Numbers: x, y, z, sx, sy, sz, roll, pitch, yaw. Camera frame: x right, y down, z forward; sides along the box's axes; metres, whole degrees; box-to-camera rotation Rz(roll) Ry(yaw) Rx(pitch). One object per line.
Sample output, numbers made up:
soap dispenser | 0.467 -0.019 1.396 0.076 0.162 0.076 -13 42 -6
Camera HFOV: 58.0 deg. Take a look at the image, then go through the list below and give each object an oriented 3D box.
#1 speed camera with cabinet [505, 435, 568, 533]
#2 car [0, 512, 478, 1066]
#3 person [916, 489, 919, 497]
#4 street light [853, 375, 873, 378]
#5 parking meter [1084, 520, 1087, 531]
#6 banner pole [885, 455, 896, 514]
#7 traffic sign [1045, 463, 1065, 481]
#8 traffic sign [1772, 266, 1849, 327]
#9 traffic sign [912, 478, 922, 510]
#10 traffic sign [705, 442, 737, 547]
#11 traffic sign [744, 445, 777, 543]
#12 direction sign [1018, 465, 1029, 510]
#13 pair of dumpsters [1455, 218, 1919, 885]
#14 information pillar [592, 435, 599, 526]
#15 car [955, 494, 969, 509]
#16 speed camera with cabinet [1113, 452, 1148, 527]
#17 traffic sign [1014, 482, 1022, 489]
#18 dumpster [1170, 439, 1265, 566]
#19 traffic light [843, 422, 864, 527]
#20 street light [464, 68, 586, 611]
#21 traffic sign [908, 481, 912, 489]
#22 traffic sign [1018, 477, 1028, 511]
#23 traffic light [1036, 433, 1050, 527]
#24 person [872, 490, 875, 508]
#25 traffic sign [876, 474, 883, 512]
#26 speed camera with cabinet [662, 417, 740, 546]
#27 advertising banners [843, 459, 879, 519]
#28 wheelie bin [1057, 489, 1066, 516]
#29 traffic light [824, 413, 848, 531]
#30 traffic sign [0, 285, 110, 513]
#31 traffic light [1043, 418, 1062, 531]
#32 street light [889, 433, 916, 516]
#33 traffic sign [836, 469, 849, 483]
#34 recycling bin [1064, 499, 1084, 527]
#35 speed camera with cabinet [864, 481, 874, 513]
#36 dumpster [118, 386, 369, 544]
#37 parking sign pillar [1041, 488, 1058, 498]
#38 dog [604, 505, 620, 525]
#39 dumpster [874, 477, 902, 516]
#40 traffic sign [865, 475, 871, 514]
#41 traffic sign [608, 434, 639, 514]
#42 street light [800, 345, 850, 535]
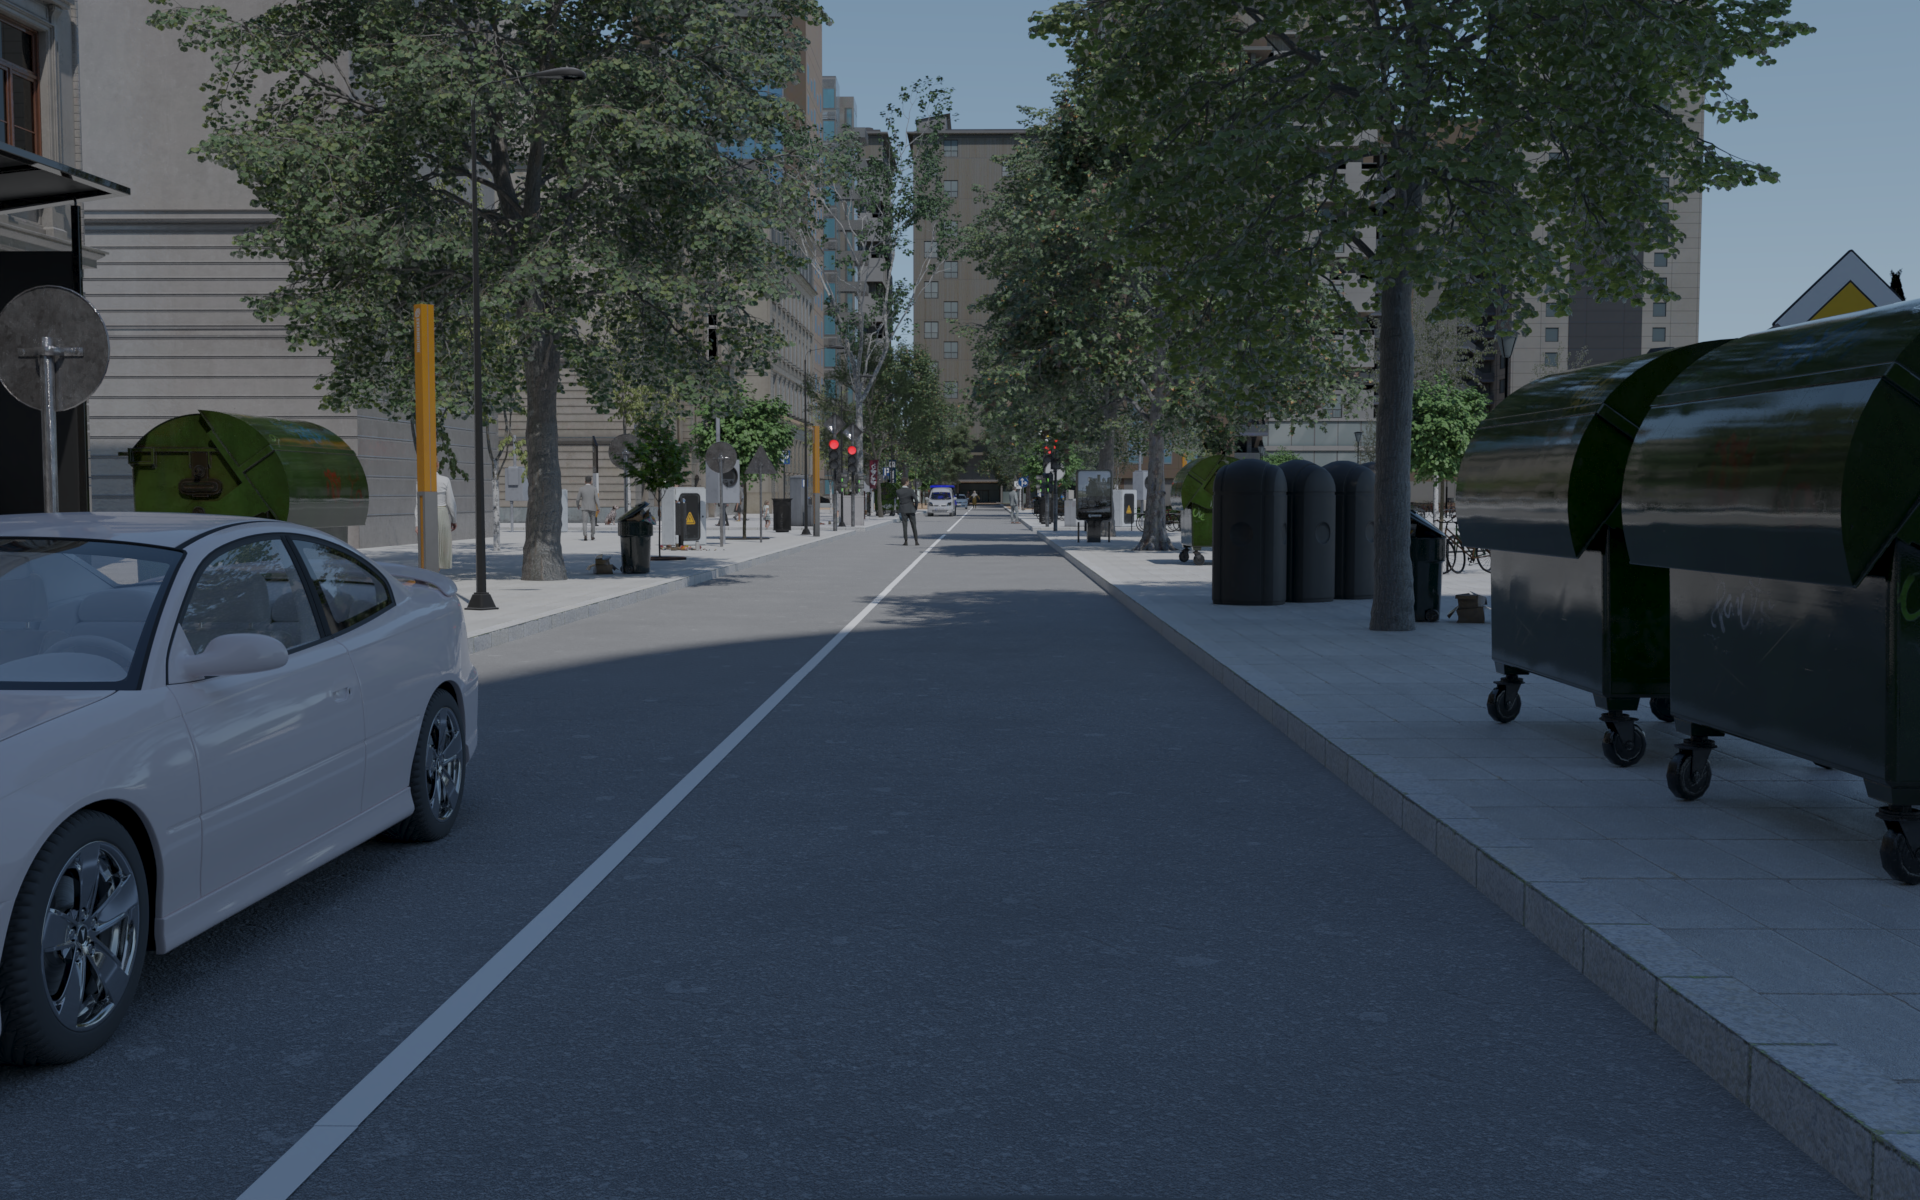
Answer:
speed camera with cabinet | -14.202 -3.898 58.065 2.038 3.252 0.660 1 4 16
car | -3.085 0.397 5.874 2.083 1.381 4.827 0 4 1
person | -5.030 -11.876 200.243 0.705 1.821 1.348 1 4 16
street light | -4.073 -5.810 67.534 1.470 5.913 1.316 0 4 1
parking meter | 4.456 -3.126 59.524 0.372 1.533 0.369 0 3 0
banner pole | -4.490 -7.392 110.875 0.863 3.779 0.401 1 4 9
traffic sign | 3.666 -4.090 66.971 0.768 2.556 0.104 0 4 2
traffic sign | 4.810 -0.590 9.384 0.795 2.593 0.064 0 4 5
traffic sign | -3.491 -8.605 140.799 0.768 2.556 0.104 0 4 5
traffic sign | -5.796 -2.564 42.030 0.768 2.556 0.104 0 4 2
traffic sign | -5.253 -2.792 45.658 0.884 2.594 0.081 0 4 7
direction sign | 5.001 -8.871 137.032 0.876 3.537 0.379 1 4 12
pair of dumpsters | 3.561 -0.314 7.629 1.574 2.255 4.437 0 4 1
information pillar | -14.515 -4.747 68.974 0.183 3.616 0.504 -2 4 -30
car | -0.147 -9.354 164.948 2.014 1.417 4.499 0 4 0
speed camera with cabinet | 6.759 -4.496 67.841 0.660 3.252 2.038 3 5 44
traffic sign | 4.665 -8.385 139.227 0.606 2.300 0.079 1 4 8
dumpster | 4.700 -1.787 31.711 1.502 2.255 1.985 0 4 1
traffic light | -4.171 -4.815 67.645 0.839 4.253 0.868 0 4 1
street light | -4.771 -2.844 19.037 1.470 5.913 1.316 0 4 1
traffic sign | -4.162 -8.330 138.327 0.606 2.300 0.079 0 4 5
traffic sign | 4.704 -7.892 129.135 0.768 2.556 0.104 0 4 2
traffic light | 3.390 -4.809 67.546 0.839 4.253 0.868 0 4 1
person | -8.134 -9.446 161.305 1.217 1.723 0.721 3 4 36
traffic sign | -5.225 -6.689 109.466 0.768 2.556 0.104 1 4 10
speed camera with cabinet | -6.474 -2.995 43.305 0.660 3.252 2.038 3 5 44
advertising banners | -5.057 -5.612 87.949 2.074 3.025 0.090 2 4 24
wheelie bin | 6.006 -5.808 102.869 0.693 1.594 0.980 -2 4 -29
traffic light | -4.292 -4.327 59.660 0.839 4.253 0.868 0 4 1
traffic sign | -5.567 -0.642 10.607 0.768 2.556 0.104 0 4 6
traffic light | 3.268 -4.321 59.562 0.839 4.253 0.868 0 4 1
street light | -3.507 -7.948 102.489 1.470 5.913 1.316 0 4 1
traffic sign | -6.087 -5.453 89.255 0.768 2.556 0.104 0 4 4
recycling bin | 4.588 -3.391 68.005 0.722 1.027 0.722 -3 5 -41
speed camera with cabinet | -6.283 -7.634 119.154 0.660 3.252 2.038 0 4 2
dumpster | -6.371 -0.796 15.508 1.502 2.255 1.985 0 4 1
parking sign pillar | 5.980 -7.801 116.025 1.447 3.967 1.447 3 5 42
dog | -14.471 -3.501 71.628 0.513 0.831 0.800 -2 4 -35
dumpster | -4.336 -6.020 100.919 1.502 2.255 1.985 0 4 1
traffic sign | -5.799 -6.870 112.423 0.768 2.556 0.104 0 4 2
traffic sign | -7.063 -2.233 36.621 0.768 2.556 0.104 0 4 6
street light | -4.295 -4.997 54.241 1.470 5.913 1.316 0 4 1
